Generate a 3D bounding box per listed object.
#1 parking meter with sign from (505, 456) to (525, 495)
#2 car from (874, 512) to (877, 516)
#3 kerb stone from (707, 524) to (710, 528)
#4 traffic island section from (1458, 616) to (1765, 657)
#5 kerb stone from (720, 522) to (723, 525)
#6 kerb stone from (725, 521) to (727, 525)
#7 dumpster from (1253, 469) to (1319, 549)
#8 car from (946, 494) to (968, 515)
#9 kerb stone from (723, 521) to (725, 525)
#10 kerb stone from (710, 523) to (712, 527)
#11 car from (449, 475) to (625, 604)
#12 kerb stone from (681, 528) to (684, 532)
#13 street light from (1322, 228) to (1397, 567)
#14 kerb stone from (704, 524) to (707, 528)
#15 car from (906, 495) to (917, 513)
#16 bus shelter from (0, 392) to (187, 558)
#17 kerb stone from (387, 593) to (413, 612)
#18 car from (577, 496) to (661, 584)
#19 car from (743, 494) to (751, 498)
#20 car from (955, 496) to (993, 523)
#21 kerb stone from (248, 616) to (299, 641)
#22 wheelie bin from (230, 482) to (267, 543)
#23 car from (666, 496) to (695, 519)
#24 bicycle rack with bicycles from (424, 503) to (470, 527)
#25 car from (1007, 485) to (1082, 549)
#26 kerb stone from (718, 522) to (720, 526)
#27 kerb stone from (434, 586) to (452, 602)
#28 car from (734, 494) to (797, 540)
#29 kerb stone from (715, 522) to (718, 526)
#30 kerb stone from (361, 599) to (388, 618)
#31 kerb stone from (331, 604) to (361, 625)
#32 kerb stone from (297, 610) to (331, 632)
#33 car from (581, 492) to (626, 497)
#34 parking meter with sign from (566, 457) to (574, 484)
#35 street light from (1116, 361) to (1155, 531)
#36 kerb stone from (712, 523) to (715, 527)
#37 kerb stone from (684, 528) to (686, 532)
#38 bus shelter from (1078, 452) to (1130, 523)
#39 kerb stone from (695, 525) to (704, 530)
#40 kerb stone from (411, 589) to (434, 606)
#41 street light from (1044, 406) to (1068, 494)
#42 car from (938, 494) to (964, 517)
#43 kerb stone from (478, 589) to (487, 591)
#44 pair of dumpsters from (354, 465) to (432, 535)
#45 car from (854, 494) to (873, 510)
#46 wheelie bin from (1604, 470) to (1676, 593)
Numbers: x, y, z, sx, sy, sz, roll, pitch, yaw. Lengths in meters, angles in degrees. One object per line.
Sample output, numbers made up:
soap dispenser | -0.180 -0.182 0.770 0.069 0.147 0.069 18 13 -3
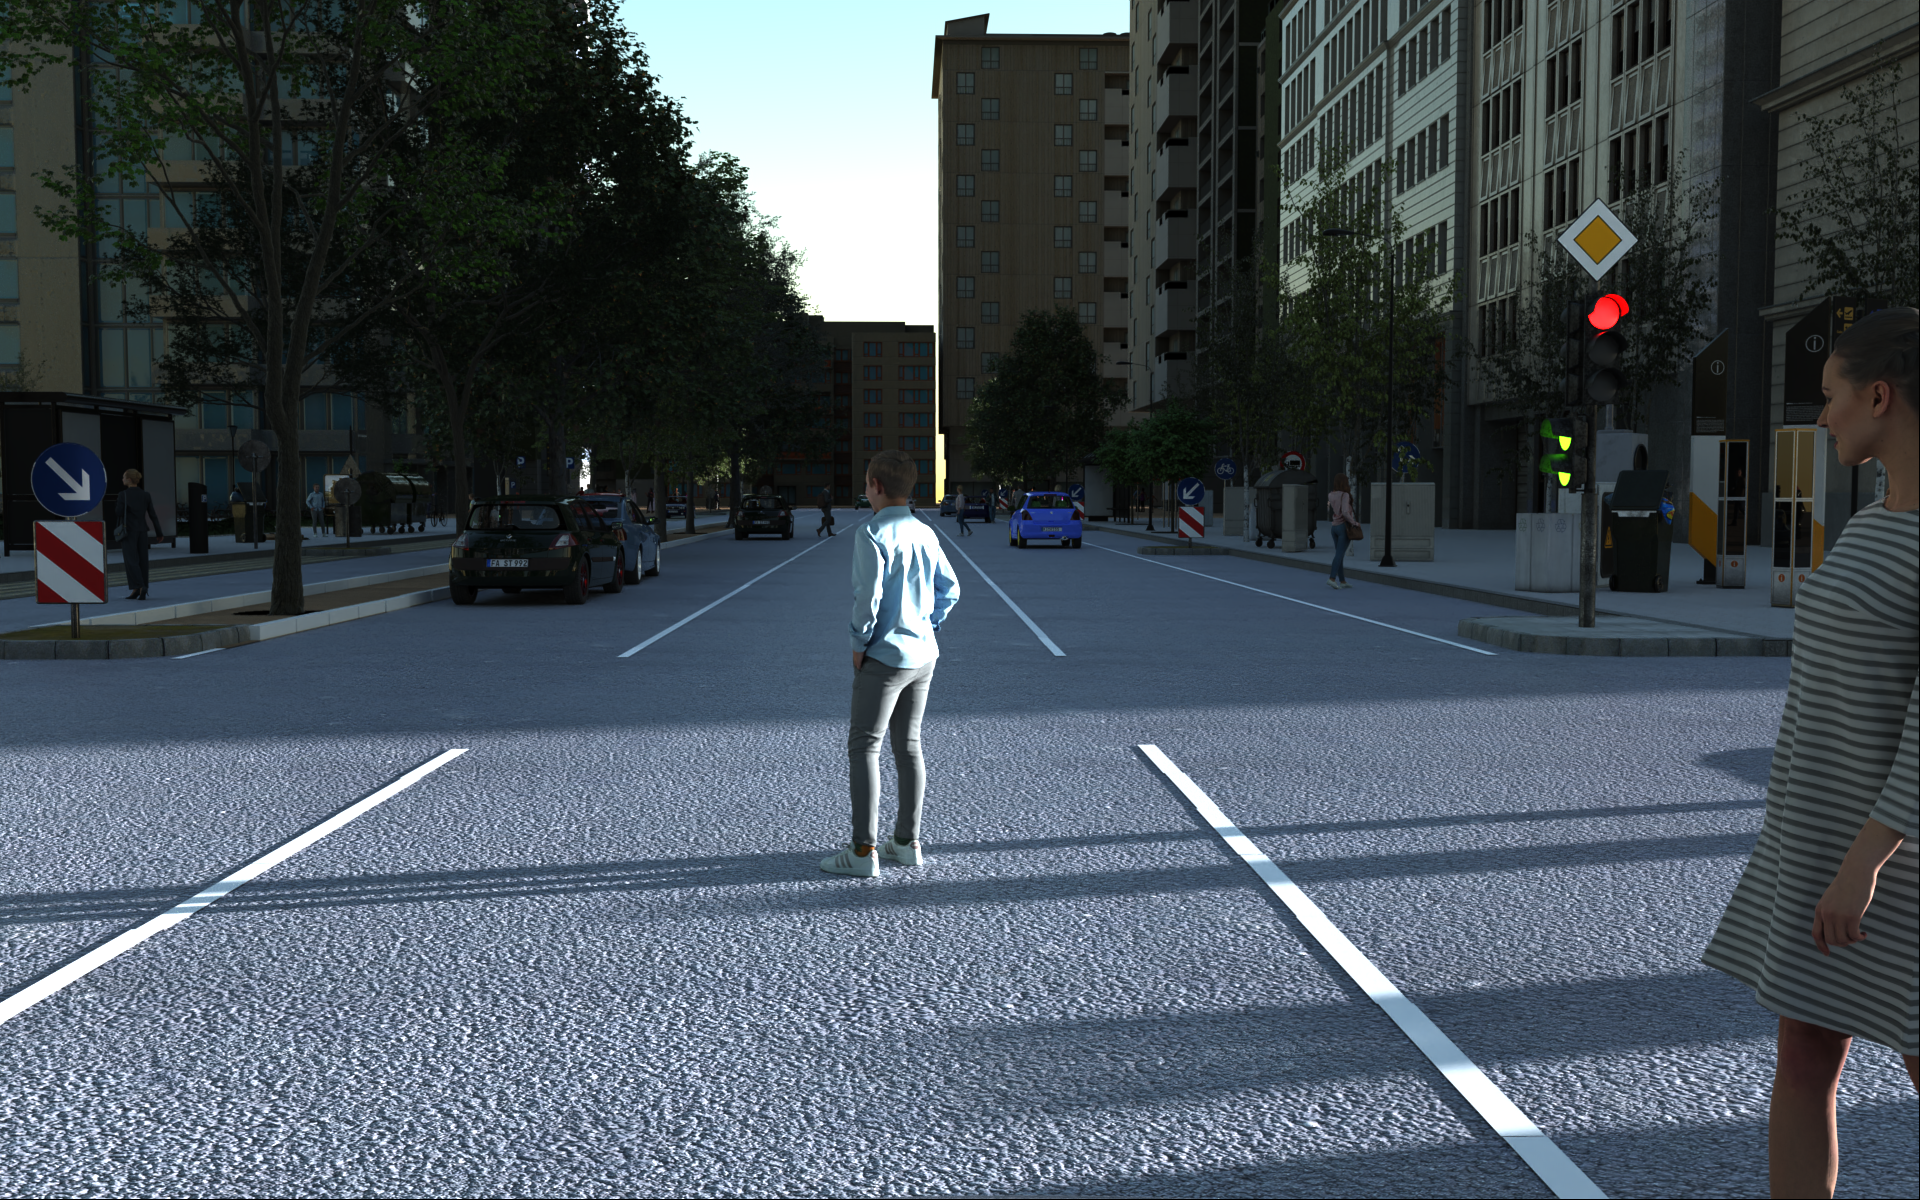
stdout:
parking meter with sign | -20.961 -5.146 80.403 1.738 3.016 0.543 2 4 35
car | -4.811 -6.413 114.437 1.945 1.707 3.694 0 4 -1
kerb stone | -10.728 -3.088 72.686 0.120 0.150 1.000 0 4 -2
traffic island section | 6.070 0.340 16.715 2.009 0.180 2.903 0 4 -2
kerb stone | -10.894 -3.399 77.801 0.120 0.150 1.000 0 4 -2
kerb stone | -10.962 -3.526 79.858 0.120 0.150 1.000 0 4 -2
dumpster | 7.792 -2.175 41.325 1.264 1.857 1.865 0 4 -2
car | -0.089 -6.687 119.111 2.009 1.686 4.222 0 4 -3
kerb stone | -10.918 -3.464 78.828 0.120 0.150 1.000 0 4 -2
kerb stone | -10.759 -3.144 73.709 0.120 0.150 1.000 0 4 -2
car | -5.749 -0.862 23.874 2.009 1.686 4.222 0 4 -1
kerb stone | -10.475 -2.586 64.474 0.120 0.150 1.000 0 4 -2
street light | 7.036 -3.544 30.481 1.470 5.913 1.316 0 4 -2
kerb stone | -10.699 -3.022 71.665 0.120 0.150 1.000 0 4 -2
car | -4.348 -7.281 131.412 2.083 1.381 4.827 0 4 0
bus shelter | -19.345 -3.622 36.856 2.179 5.291 8.768 0 4 -2
kerb stone | -7.009 0.051 21.442 0.120 0.150 1.000 0 4 -2
car | -6.028 -1.021 28.701 2.014 1.417 4.499 0 4 -4
car | -14.209 -6.520 116.817 2.015 1.641 3.980 0 4 -3
car | 0.731 -4.564 87.205 1.945 1.354 3.894 0 4 -3
kerb stone | -6.889 0.296 17.352 0.120 0.150 1.000 0 4 -2
wheelie bin | -18.841 -2.318 45.802 0.693 1.594 0.980 2 4 31
car | -16.567 -5.442 101.552 1.945 1.354 3.894 0 4 -1
bicycle rack with bicycles | -19.800 -3.350 68.149 2.852 0.926 2.925 0 4 -3
car | 2.279 -2.282 46.909 1.945 1.707 3.694 0 4 -4
kerb stone | -10.853 -3.338 76.779 0.120 0.150 1.000 0 4 -2
kerb stone | -7.074 -0.079 23.489 0.120 0.150 1.000 0 4 -2
car | -6.230 -2.784 55.305 2.009 1.686 4.222 0 4 -3
kerb stone | -10.828 -3.269 75.758 0.120 0.150 1.000 0 4 -2
kerb stone | -6.987 0.113 20.418 0.120 0.150 1.000 0 4 -2
kerb stone | -6.955 0.175 19.396 0.120 0.150 1.000 0 4 -2
kerb stone | -6.923 0.234 18.374 0.120 0.150 1.000 0 4 -2
car | -11.534 -2.859 55.788 2.155 1.783 4.494 0 4 -1
parking meter with sign | -18.996 -5.266 82.368 0.543 3.016 1.738 -3 5 -41
street light | 6.155 -5.395 60.749 1.470 5.913 1.316 0 4 -2
kerb stone | -10.792 -3.210 74.730 0.120 0.150 1.000 0 4 -2
kerb stone | -10.502 -2.649 65.504 0.120 0.150 1.000 0 4 -2
bus shelter | 6.656 -5.193 78.828 2.014 3.302 5.546 0 4 -2
kerb stone | -10.672 -2.963 70.643 0.120 0.150 1.000 0 4 -2
kerb stone | -7.059 -0.016 22.465 0.120 0.150 1.000 0 4 -2
street light | 5.093 -7.264 91.303 1.470 5.913 1.316 0 4 -2
car | -0.404 -6.103 111.783 2.014 1.417 4.499 0 4 -2
kerb stone | -7.180 -0.263 26.577 0.120 0.150 1.000 0 4 -2
pair of dumpsters | -18.572 -3.305 56.536 1.574 2.255 4.437 0 4 -2
car | -8.726 -9.022 159.308 2.131 1.459 4.920 0 4 -3
wheelie bin | 8.960 -0.911 22.801 0.980 1.594 0.693 3 5 43
